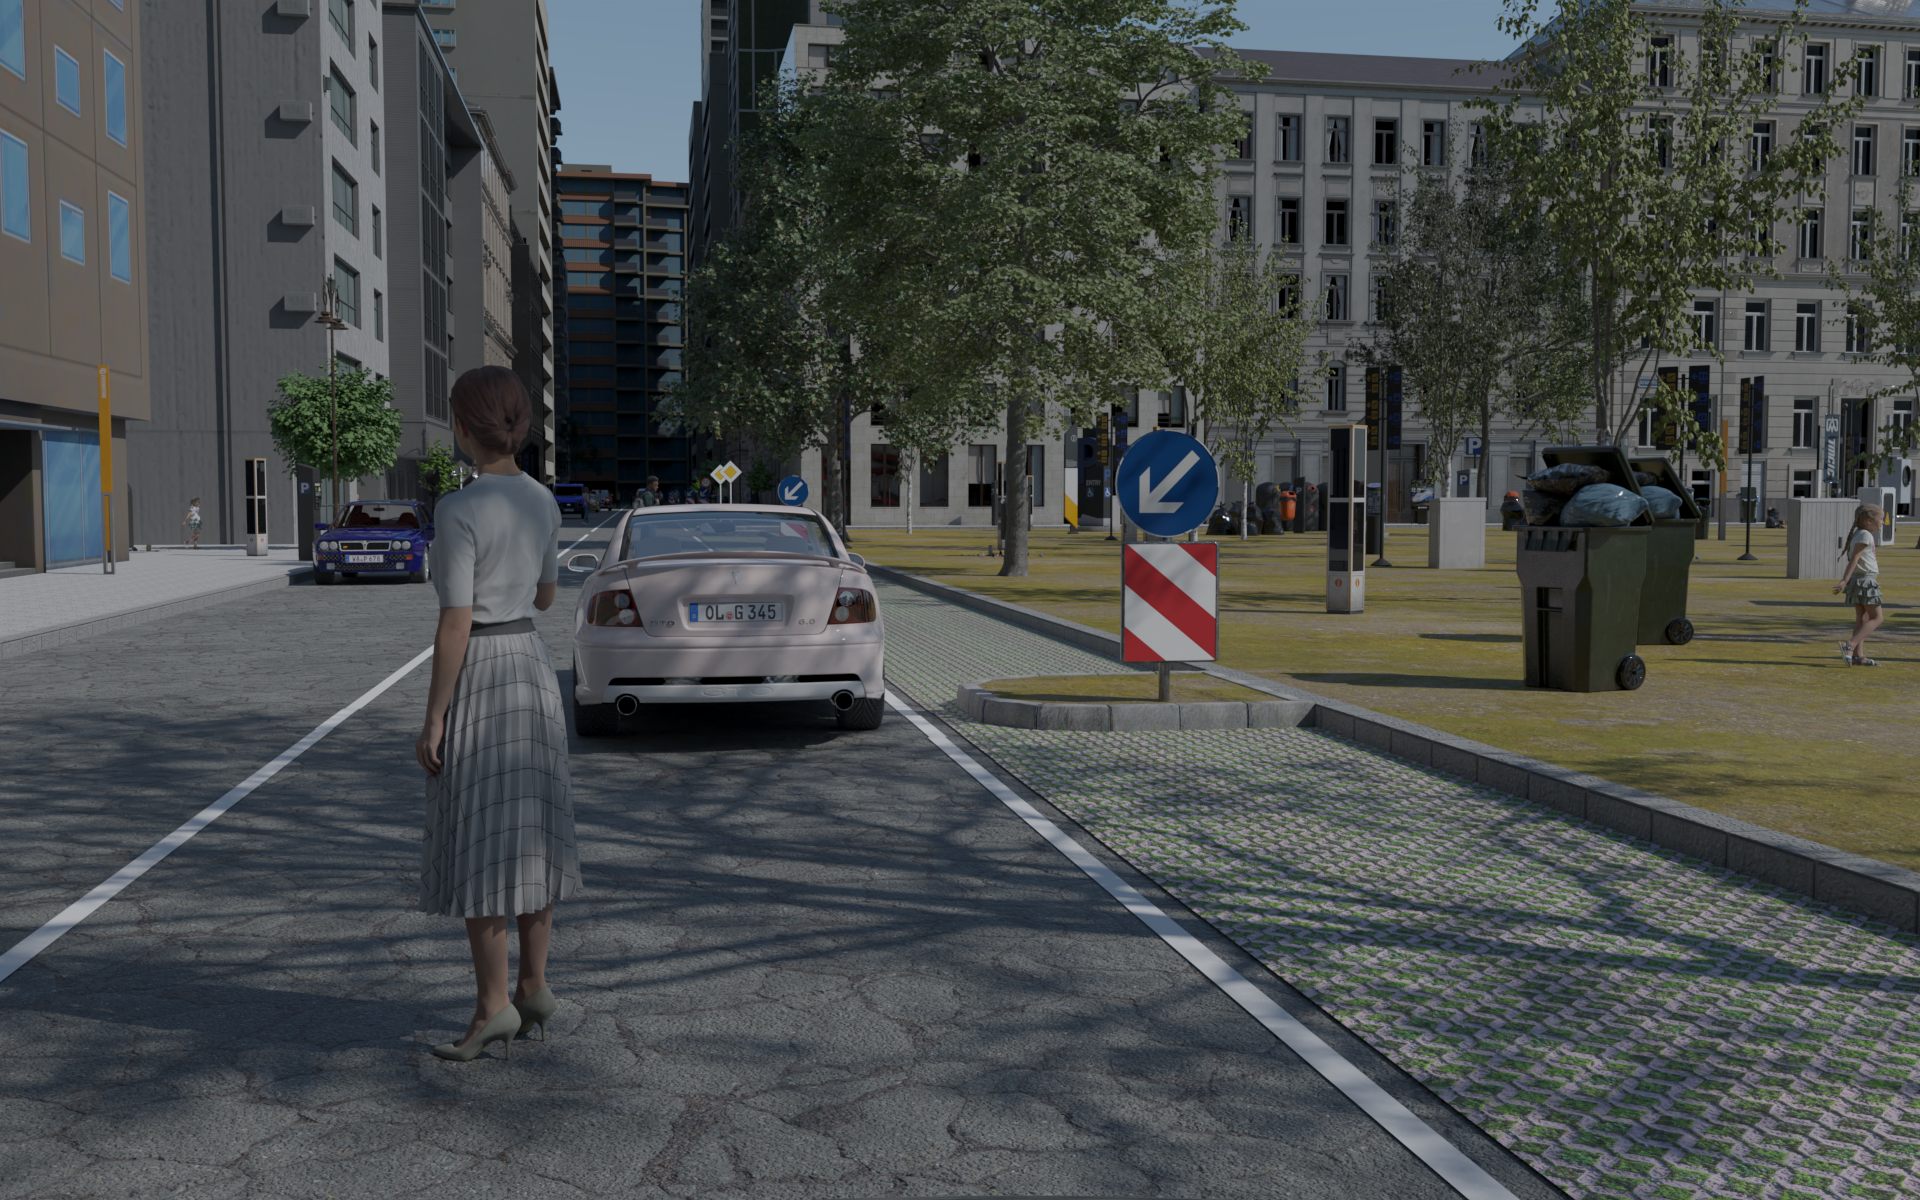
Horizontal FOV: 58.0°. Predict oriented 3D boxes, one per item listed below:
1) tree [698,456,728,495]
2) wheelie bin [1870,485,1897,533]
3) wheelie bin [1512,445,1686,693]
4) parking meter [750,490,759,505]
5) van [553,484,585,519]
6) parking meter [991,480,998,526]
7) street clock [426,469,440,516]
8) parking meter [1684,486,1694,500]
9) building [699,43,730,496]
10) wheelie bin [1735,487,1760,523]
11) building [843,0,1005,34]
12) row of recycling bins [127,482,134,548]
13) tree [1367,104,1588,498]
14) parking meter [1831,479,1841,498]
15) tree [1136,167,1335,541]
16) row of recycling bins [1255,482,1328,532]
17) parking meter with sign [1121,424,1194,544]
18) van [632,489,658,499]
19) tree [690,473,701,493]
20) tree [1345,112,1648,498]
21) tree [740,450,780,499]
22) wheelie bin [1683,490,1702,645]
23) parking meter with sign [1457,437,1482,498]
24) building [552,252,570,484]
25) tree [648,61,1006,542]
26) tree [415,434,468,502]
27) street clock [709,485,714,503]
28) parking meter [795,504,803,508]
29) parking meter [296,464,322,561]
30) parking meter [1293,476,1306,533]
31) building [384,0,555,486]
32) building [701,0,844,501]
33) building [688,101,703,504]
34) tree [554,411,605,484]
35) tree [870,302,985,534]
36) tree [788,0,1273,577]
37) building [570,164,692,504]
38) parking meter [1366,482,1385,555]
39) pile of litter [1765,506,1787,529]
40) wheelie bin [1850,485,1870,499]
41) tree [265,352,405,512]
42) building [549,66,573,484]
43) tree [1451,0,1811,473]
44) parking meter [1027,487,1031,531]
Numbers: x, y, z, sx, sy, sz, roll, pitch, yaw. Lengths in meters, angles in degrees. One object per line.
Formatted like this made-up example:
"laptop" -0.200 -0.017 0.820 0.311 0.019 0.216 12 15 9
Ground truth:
"tree" -20.698 -9.965 146.636 4.285 4.588 4.351 0 3 0
"wheelie bin" 30.244 -2.976 56.572 0.693 1.594 0.980 2 4 32
"wheelie bin" 4.101 -0.214 11.412 0.693 1.594 0.980 -2 4 -29
"parking meter" -10.457 -5.046 88.209 0.399 1.863 0.255 2 4 30
"van" -22.771 -5.913 101.060 2.240 2.365 5.245 -1 4 -11
"parking meter" 1.469 -3.920 69.806 0.399 1.863 0.255 -2 4 -30
"street clock" -15.456 -2.831 50.849 0.358 2.002 0.471 1 4 10
"parking meter" 21.028 -2.552 50.129 0.372 1.533 0.369 0 3 0
"building" -16.270 -34.346 185.260 21.300 48.544 21.600 -1 4 -10
"wheelie bin" 34.703 -4.187 76.373 0.980 1.594 0.693 1 4 14
"building" -4.241 -49.053 240.273 20.611 71.187 20.563 -1 4 -10
"row of recycling bins" -21.335 -2.059 40.774 3.534 1.692 1.069 0 4 -8
"tree" 9.769 -5.107 33.868 4.360 8.622 3.978 0 3 0
"parking meter" 34.795 -3.858 68.797 0.399 1.863 0.255 -2 4 -34
"tree" 5.512 -5.433 39.188 4.737 8.622 4.395 0 3 0
"row of recycling bins" 11.604 -3.220 59.763 3.534 1.692 1.069 -2 4 -32
"parking meter with sign" 4.890 -2.854 42.928 1.738 3.016 0.543 0 4 -5
"van" -24.935 -7.968 137.293 2.013 2.044 4.112 -1 4 -11
"tree" -23.752 -10.028 158.560 1.663 3.219 1.824 0 3 0
"tree" 13.014 -6.586 42.091 7.601 10.594 8.767 0 4 8
"tree" -8.729 -4.968 75.825 1.663 3.219 1.824 0 3 0
"wheelie bin" 5.891 -0.426 14.879 0.693 1.594 0.980 -1 4 -9
"parking meter with sign" 15.258 -3.423 52.235 0.543 3.016 1.738 2 4 34
"building" -53.702 -26.554 205.862 14.107 30.474 14.160 -1 4 -10
"tree" -3.484 -7.901 46.194 9.611 12.733 9.660 0 3 0
"tree" -16.715 -3.752 55.941 1.663 3.219 1.824 0 3 0
"street clock" -19.716 -8.128 137.465 0.358 2.002 0.471 -1 4 -23
"parking meter" -5.396 -2.998 57.424 0.372 1.533 0.369 0 3 0
"parking meter" -12.473 -1.682 33.212 0.399 1.863 0.255 1 4 9
"parking meter" 11.052 -3.106 56.502 0.399 1.863 0.255 1 4 18
"building" -46.441 -32.084 148.275 21.300 48.544 21.600 -1 4 -10
"building" -24.515 -48.827 236.569 20.611 71.187 20.563 -1 4 -10
"building" -21.094 -35.633 206.296 21.300 48.544 21.600 -1 4 -10
"tree" -43.467 -15.946 195.129 7.601 10.594 8.767 0 4 1
"tree" -1.458 -6.468 56.122 4.360 8.622 3.978 0 3 0
"tree" 0.990 -6.668 27.155 7.486 12.596 7.792 0 3 0
"building" -50.513 -35.351 232.608 28.867 44.769 22.147 -1 4 -10
"parking meter" 8.796 -1.731 36.706 0.372 1.533 0.369 0 3 0
"pile of litter" 30.809 -3.125 65.055 1.176 0.858 1.719 3 5 40
"wheelie bin" 32.866 -3.366 62.950 0.980 1.594 0.693 0 4 4
"tree" -14.392 -3.447 40.073 4.285 4.588 4.351 0 3 0
"building" -51.159 -31.713 173.134 22.147 44.769 28.867 -1 4 -10
"tree" 7.606 -4.234 19.586 4.737 8.622 4.395 0 3 0
"parking meter" 2.245 -3.124 59.482 0.372 1.533 0.369 0 3 0
